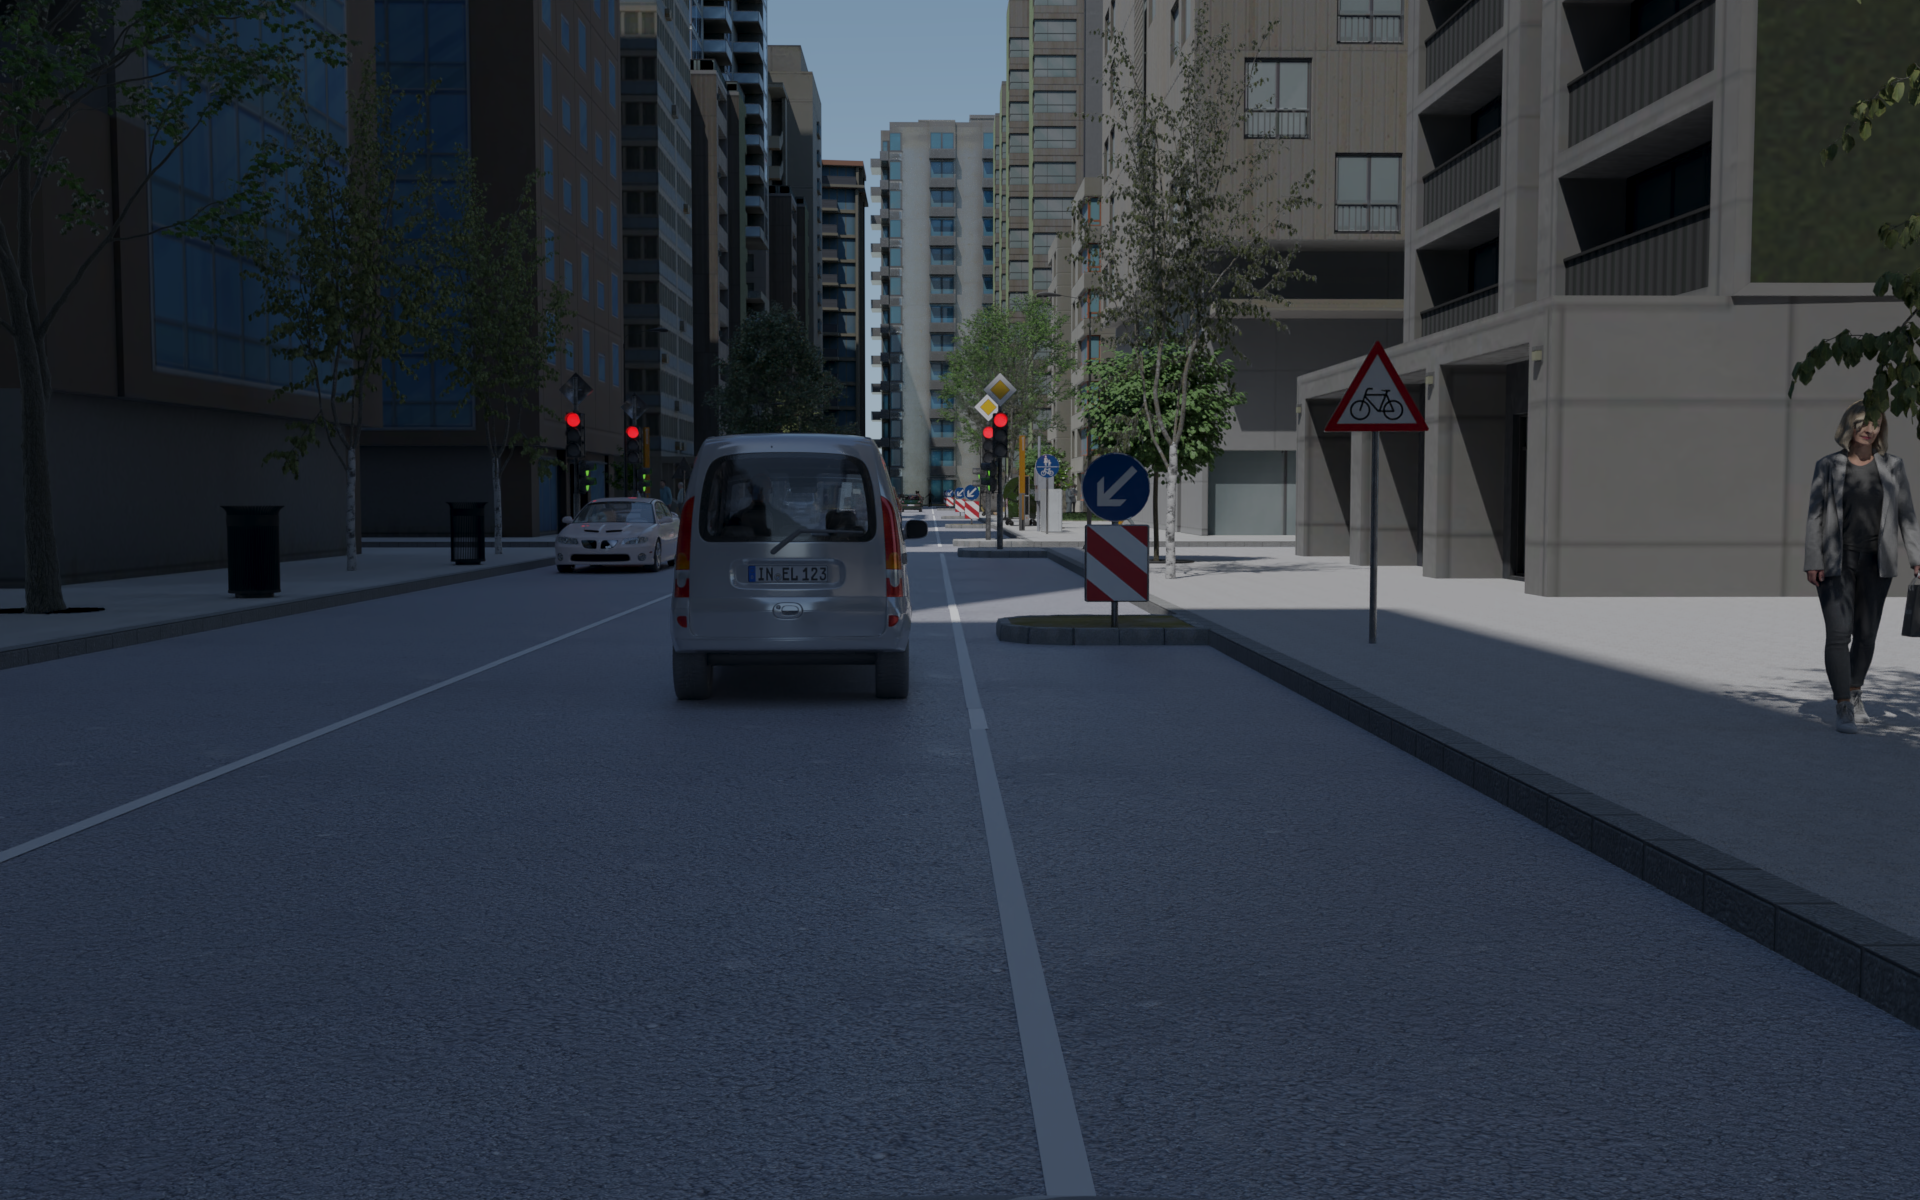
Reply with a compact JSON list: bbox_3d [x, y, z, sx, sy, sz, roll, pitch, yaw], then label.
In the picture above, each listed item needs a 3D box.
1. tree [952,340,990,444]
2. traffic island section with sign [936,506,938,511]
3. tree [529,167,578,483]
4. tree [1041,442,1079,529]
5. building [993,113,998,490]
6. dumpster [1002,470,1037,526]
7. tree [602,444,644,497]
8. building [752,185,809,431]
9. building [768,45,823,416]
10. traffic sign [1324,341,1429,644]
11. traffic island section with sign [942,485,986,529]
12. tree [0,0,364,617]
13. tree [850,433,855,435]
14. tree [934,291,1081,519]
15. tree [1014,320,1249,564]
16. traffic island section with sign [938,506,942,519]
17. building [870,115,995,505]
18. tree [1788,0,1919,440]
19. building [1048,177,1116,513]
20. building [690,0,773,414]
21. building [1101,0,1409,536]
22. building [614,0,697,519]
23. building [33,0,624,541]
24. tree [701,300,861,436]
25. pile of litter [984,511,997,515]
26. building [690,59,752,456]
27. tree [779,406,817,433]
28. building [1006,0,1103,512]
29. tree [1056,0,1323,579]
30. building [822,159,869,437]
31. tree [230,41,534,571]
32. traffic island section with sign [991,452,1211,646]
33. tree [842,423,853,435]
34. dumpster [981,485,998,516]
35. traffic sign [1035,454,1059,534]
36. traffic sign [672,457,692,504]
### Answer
[{"bbox_3d":[2.034,-7.841,78.565,4.360,8.622,3.978,0,3,0],"label":"tree"},{"bbox_3d":[-0.995,-8.677,150.503,1.989,1.847,2.006,0,4,-1],"label":"traffic island section with sign"},{"bbox_3d":[-9.837,-5.265,36.447,4.737,8.622,4.395,0,3,0],"label":"tree"},{"bbox_3d":[3.320,-4.257,64.201,1.663,3.219,1.824,0,3,0],"label":"tree"},{"bbox_3d":[10.927,-30.067,175.189,14.154,41.232,14.086,0,4,-1],"label":"building"},{"bbox_3d":[2.460,-4.138,70.144,1.502,2.255,1.985,0,4,-1],"label":"dumpster"},{"bbox_3d":[-10.572,-3.783,56.448,1.663,3.219,1.824,0,3,0],"label":"tree"},{"bbox_3d":[-21.540,-23.826,161.252,14.160,30.474,14.107,0,4,-1],"label":"building"},{"bbox_3d":[-25.865,-34.324,184.895,21.600,48.544,21.300,0,4,-1],"label":"building"},{"bbox_3d":[3.544,-0.905,14.802,0.884,2.594,0.081,0,4,2],"label":"traffic sign"},{"bbox_3d":[0.371,-3.932,72.912,1.989,1.847,2.006,0,4,-1],"label":"traffic island section with sign"},{"bbox_3d":[-10.049,-5.668,18.424,9.928,11.665,9.643,0,3,0],"label":"tree"},{"bbox_3d":[-12.404,-14.342,184.856,4.360,8.622,3.978,0,3,0],"label":"tree"},{"bbox_3d":[2.672,-9.944,88.341,9.928,11.665,9.643,0,3,0],"label":"tree"},{"bbox_3d":[3.771,-2.983,32.481,4.285,4.588,4.351,0,3,0],"label":"tree"},{"bbox_3d":[-0.101,-5.580,99.863,1.989,1.847,2.006,0,4,-1],"label":"traffic island section with sign"},{"bbox_3d":[3.994,-36.811,221.461,30.456,49.044,23.786,0,4,-1],"label":"building"},{"bbox_3d":[4.664,-3.437,6.561,4.737,8.622,4.395,0,3,0],"label":"tree"},{"bbox_3d":[20.348,-16.172,109.450,27.650,21.520,28.899,0,4,-1],"label":"building"},{"bbox_3d":[-25.577,-50.415,136.955,22.319,86.520,31.000,0,4,-1],"label":"building"},{"bbox_3d":[19.454,-28.959,62.724,27.495,52.752,28.713,0,4,-1],"label":"building"},{"bbox_3d":[-26.087,-23.949,83.446,32.217,40.220,23.993,0,4,-1],"label":"building"},{"bbox_3d":[-19.304,-24.847,56.361,14.600,45.320,14.200,0,4,-1],"label":"building"},{"bbox_3d":[-10.923,-11.353,102.627,9.611,12.733,9.660,0,3,0],"label":"tree"},{"bbox_3d":[1.929,-5.583,105.251,1.176,0.858,1.719,1,4,9],"label":"pile of litter"},{"bbox_3d":[-21.941,-21.040,115.704,14.160,30.474,14.107,0,4,-1],"label":"building"},{"bbox_3d":[-11.463,-10.326,119.195,4.737,8.622,4.395,0,3,0],"label":"tree"},{"bbox_3d":[10.826,-28.316,146.567,14.154,41.232,14.086,0,4,-1],"label":"building"},{"bbox_3d":[3.290,-4.636,26.167,4.360,8.622,3.978,0,3,0],"label":"tree"},{"bbox_3d":[-26.245,-34.568,219.818,28.867,44.769,22.147,0,4,-1],"label":"building"},{"bbox_3d":[-10.179,-4.805,28.921,4.737,8.622,4.395,0,3,0],"label":"tree"},{"bbox_3d":[1.372,-0.532,17.331,1.989,1.847,2.006,0,4,-1],"label":"traffic island section with sign"},{"bbox_3d":[-12.477,-14.013,179.479,4.737,8.622,4.395,0,3,0],"label":"tree"},{"bbox_3d":[1.873,-5.798,100.556,1.264,1.857,1.865,0,4,-1],"label":"dumpster"},{"bbox_3d":[2.786,-3.377,55.313,0.768,2.556,0.104,0,4,5],"label":"traffic sign"},{"bbox_3d":[-9.594,-3.684,60.232,0.884,2.594,0.081,0,4,6],"label":"traffic sign"}]
